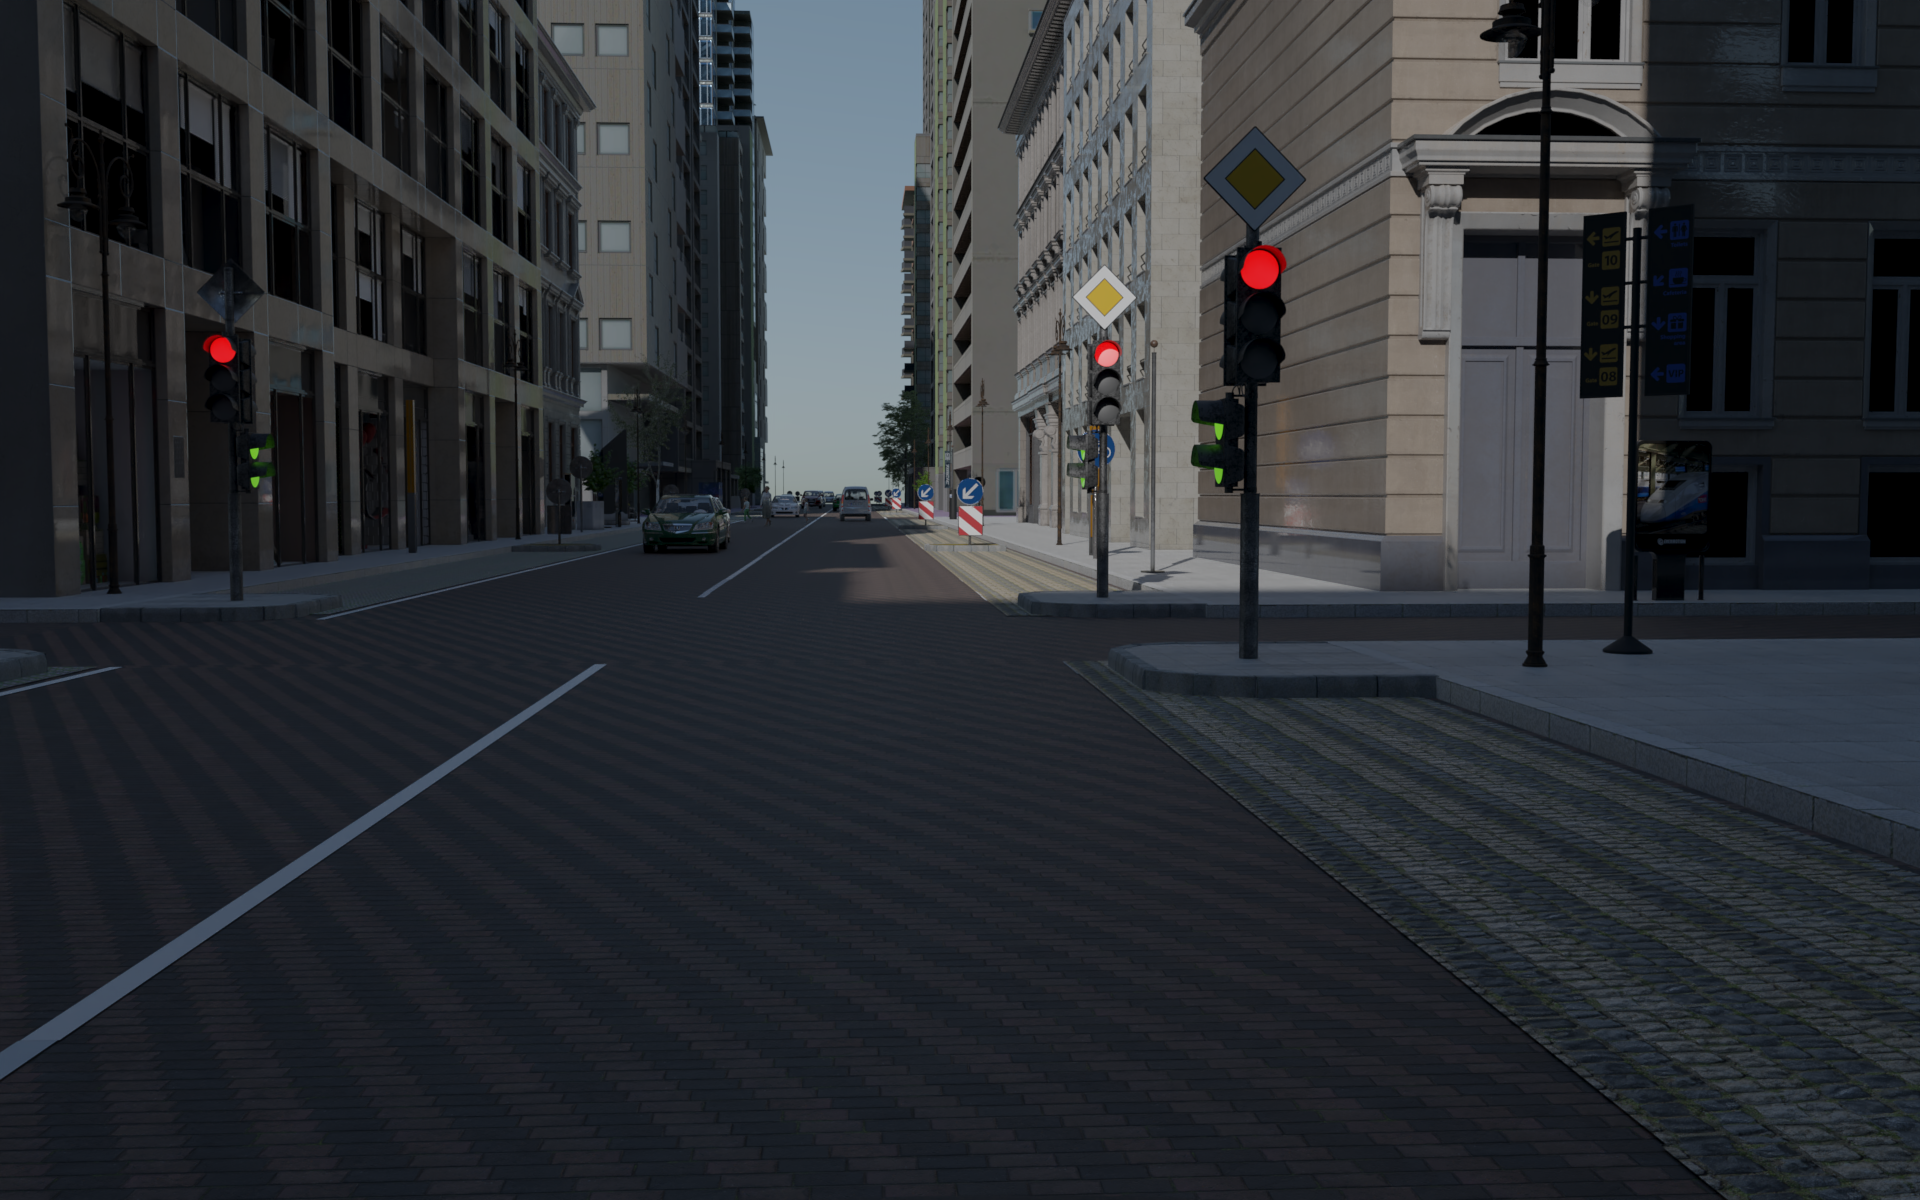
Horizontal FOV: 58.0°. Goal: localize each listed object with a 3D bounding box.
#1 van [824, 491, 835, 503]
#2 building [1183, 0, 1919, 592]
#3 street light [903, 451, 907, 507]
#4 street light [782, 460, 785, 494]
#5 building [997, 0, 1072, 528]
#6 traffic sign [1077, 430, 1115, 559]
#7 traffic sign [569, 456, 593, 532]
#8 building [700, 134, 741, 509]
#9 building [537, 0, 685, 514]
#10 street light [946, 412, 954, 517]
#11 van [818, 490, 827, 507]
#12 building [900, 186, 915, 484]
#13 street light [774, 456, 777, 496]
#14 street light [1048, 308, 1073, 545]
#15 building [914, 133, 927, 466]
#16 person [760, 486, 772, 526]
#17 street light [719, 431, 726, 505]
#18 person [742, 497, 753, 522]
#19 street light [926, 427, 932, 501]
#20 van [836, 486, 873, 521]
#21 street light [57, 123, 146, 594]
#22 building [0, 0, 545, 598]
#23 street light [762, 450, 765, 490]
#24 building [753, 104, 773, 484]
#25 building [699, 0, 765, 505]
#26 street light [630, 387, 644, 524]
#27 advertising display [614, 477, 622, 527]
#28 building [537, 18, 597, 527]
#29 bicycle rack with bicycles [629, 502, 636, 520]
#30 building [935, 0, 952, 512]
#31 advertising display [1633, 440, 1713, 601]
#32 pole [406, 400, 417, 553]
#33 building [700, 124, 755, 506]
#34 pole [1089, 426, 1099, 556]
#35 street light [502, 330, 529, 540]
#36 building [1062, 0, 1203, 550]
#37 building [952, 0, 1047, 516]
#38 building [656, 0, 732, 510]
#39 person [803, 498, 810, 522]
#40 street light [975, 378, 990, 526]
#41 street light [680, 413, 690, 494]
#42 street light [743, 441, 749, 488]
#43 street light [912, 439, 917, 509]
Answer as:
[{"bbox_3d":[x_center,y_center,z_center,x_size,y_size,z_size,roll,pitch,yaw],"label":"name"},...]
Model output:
[{"bbox_3d":[-17.472,-13.678,230.651,2.013,2.044,4.112,0,4,-4],"label":"van"},{"bbox_3d":[14.860,-14.850,28.707,20.117,28.700,13.634,0,4,-3],"label":"building"},{"bbox_3d":[-5.465,-12.218,172.546,0.468,5.910,1.993,0,4,-3],"label":"street light"},{"bbox_3d":[-23.735,-15.909,232.907,0.468,5.910,1.993,0,4,-3],"label":"street light"},{"bbox_3d":[7.045,-13.797,76.492,10.553,20.767,40.483,0,4,-3],"label":"building"},{"bbox_3d":[2.680,-2.090,34.274,0.768,2.556,0.104,0,4,-2],"label":"traffic sign"},{"bbox_3d":[-12.663,-3.534,57.890,0.768,2.556,0.104,0,4,-3],"label":"traffic sign"},{"bbox_3d":[-36.456,-28.330,155.080,32.217,40.220,23.993,0,4,-3],"label":"building"},{"bbox_3d":[-31.744,-31.749,108.342,28.713,52.752,27.495,0,4,-3],"label":"building"},{"bbox_3d":[-0.546,-7.483,95.132,0.468,5.910,1.993,0,4,-3],"label":"street light"},{"bbox_3d":[-15.792,-11.339,192.407,2.013,2.044,4.112,0,4,-4],"label":"van"},{"bbox_3d":[2.951,-35.911,241.765,22.147,44.769,28.867,0,4,-3],"label":"building"},{"bbox_3d":[-22.074,-14.326,207.024,0.468,5.910,1.993,0,4,-3],"label":"street light"},{"bbox_3d":[2.495,-4.312,43.285,0.468,5.910,1.993,0,4,-3],"label":"street light"},{"bbox_3d":[1.722,-31.567,199.713,14.154,41.232,14.086,0,4,-3],"label":"building"},{"bbox_3d":[-8.651,-4.224,77.794,0.478,1.798,0.641,2,4,32],"label":"person"},{"bbox_3d":[-16.963,-9.222,123.561,0.468,5.910,1.993,0,4,-3],"label":"street light"},{"bbox_3d":[-10.744,-4.575,87.548,0.590,1.304,0.306,1,4,14],"label":"person"},{"bbox_3d":[-2.179,-8.996,119.865,0.468,5.910,1.993,0,4,-3],"label":"street light"},{"bbox_3d":[-5.615,-5.237,92.641,2.013,2.044,4.112,0,4,-5],"label":"van"},{"bbox_3d":[-10.883,-3.017,22.111,0.468,5.910,1.993,0,4,-3],"label":"street light"},{"bbox_3d":[-21.828,-14.222,37.039,19.350,26.468,34.151,0,4,-3],"label":"building"},{"bbox_3d":[-20.486,-12.723,180.804,0.468,5.910,1.993,0,4,-3],"label":"street light"},{"bbox_3d":[-40.425,-39.634,237.248,28.713,52.752,27.495,0,4,-3],"label":"building"},{"bbox_3d":[-34.534,-54.719,207.328,22.319,86.520,31.000,0,4,-3],"label":"building"},{"bbox_3d":[-13.940,-6.250,74.976,0.468,5.910,1.993,0,4,-3],"label":"street light"},{"bbox_3d":[-13.265,-3.793,67.223,0.123,1.923,0.974,-1,4,-22],"label":"advertising display"},{"bbox_3d":[-20.940,-13.988,64.861,11.583,22.565,21.152,0,4,-3],"label":"building"},{"bbox_3d":[-16.862,-4.310,83.850,2.852,0.926,2.925,-1,4,-18],"label":"bicycle rack with bicycles"},{"bbox_3d":[4.878,-28.126,143.460,14.154,41.232,14.086,0,4,-3],"label":"building"},{"bbox_3d":[8.543,-0.956,20.840,0.974,1.923,0.123,0,4,-7],"label":"advertising display"},{"bbox_3d":[-11.905,-2.676,37.591,0.158,3.312,0.155,0,3,0],"label":"pole"},{"bbox_3d":[-29.626,-30.750,186.362,14.154,41.232,14.086,0,4,-3],"label":"building"},{"bbox_3d":[2.802,-2.584,36.093,0.158,3.312,0.155,0,3,0],"label":"pole"},{"bbox_3d":[-12.494,-4.648,48.790,0.468,5.910,1.993,0,4,-3],"label":"street light"},{"bbox_3d":[9.031,-11.817,47.956,10.420,20.320,16.860,0,4,-3],"label":"building"},{"bbox_3d":[10.720,-29.813,111.145,21.300,48.544,21.600,0,4,-3],"label":"building"},{"bbox_3d":[-28.316,-42.433,132.038,20.563,71.187,20.611,0,4,-3],"label":"building"},{"bbox_3d":[-7.710,-4.522,87.442,0.382,1.210,0.505,-1,4,-22],"label":"person"},{"bbox_3d":[0.893,-5.895,69.171,0.468,5.910,1.993,0,4,-3],"label":"street light"},{"bbox_3d":[-15.473,-7.638,97.667,0.468,5.910,1.993,0,4,-3],"label":"street light"},{"bbox_3d":[-18.558,-10.844,150.085,0.468,5.910,1.993,0,4,-3],"label":"street light"},{"bbox_3d":[-3.839,-10.597,146.052,0.468,5.910,1.993,0,4,-3],"label":"street light"}]
